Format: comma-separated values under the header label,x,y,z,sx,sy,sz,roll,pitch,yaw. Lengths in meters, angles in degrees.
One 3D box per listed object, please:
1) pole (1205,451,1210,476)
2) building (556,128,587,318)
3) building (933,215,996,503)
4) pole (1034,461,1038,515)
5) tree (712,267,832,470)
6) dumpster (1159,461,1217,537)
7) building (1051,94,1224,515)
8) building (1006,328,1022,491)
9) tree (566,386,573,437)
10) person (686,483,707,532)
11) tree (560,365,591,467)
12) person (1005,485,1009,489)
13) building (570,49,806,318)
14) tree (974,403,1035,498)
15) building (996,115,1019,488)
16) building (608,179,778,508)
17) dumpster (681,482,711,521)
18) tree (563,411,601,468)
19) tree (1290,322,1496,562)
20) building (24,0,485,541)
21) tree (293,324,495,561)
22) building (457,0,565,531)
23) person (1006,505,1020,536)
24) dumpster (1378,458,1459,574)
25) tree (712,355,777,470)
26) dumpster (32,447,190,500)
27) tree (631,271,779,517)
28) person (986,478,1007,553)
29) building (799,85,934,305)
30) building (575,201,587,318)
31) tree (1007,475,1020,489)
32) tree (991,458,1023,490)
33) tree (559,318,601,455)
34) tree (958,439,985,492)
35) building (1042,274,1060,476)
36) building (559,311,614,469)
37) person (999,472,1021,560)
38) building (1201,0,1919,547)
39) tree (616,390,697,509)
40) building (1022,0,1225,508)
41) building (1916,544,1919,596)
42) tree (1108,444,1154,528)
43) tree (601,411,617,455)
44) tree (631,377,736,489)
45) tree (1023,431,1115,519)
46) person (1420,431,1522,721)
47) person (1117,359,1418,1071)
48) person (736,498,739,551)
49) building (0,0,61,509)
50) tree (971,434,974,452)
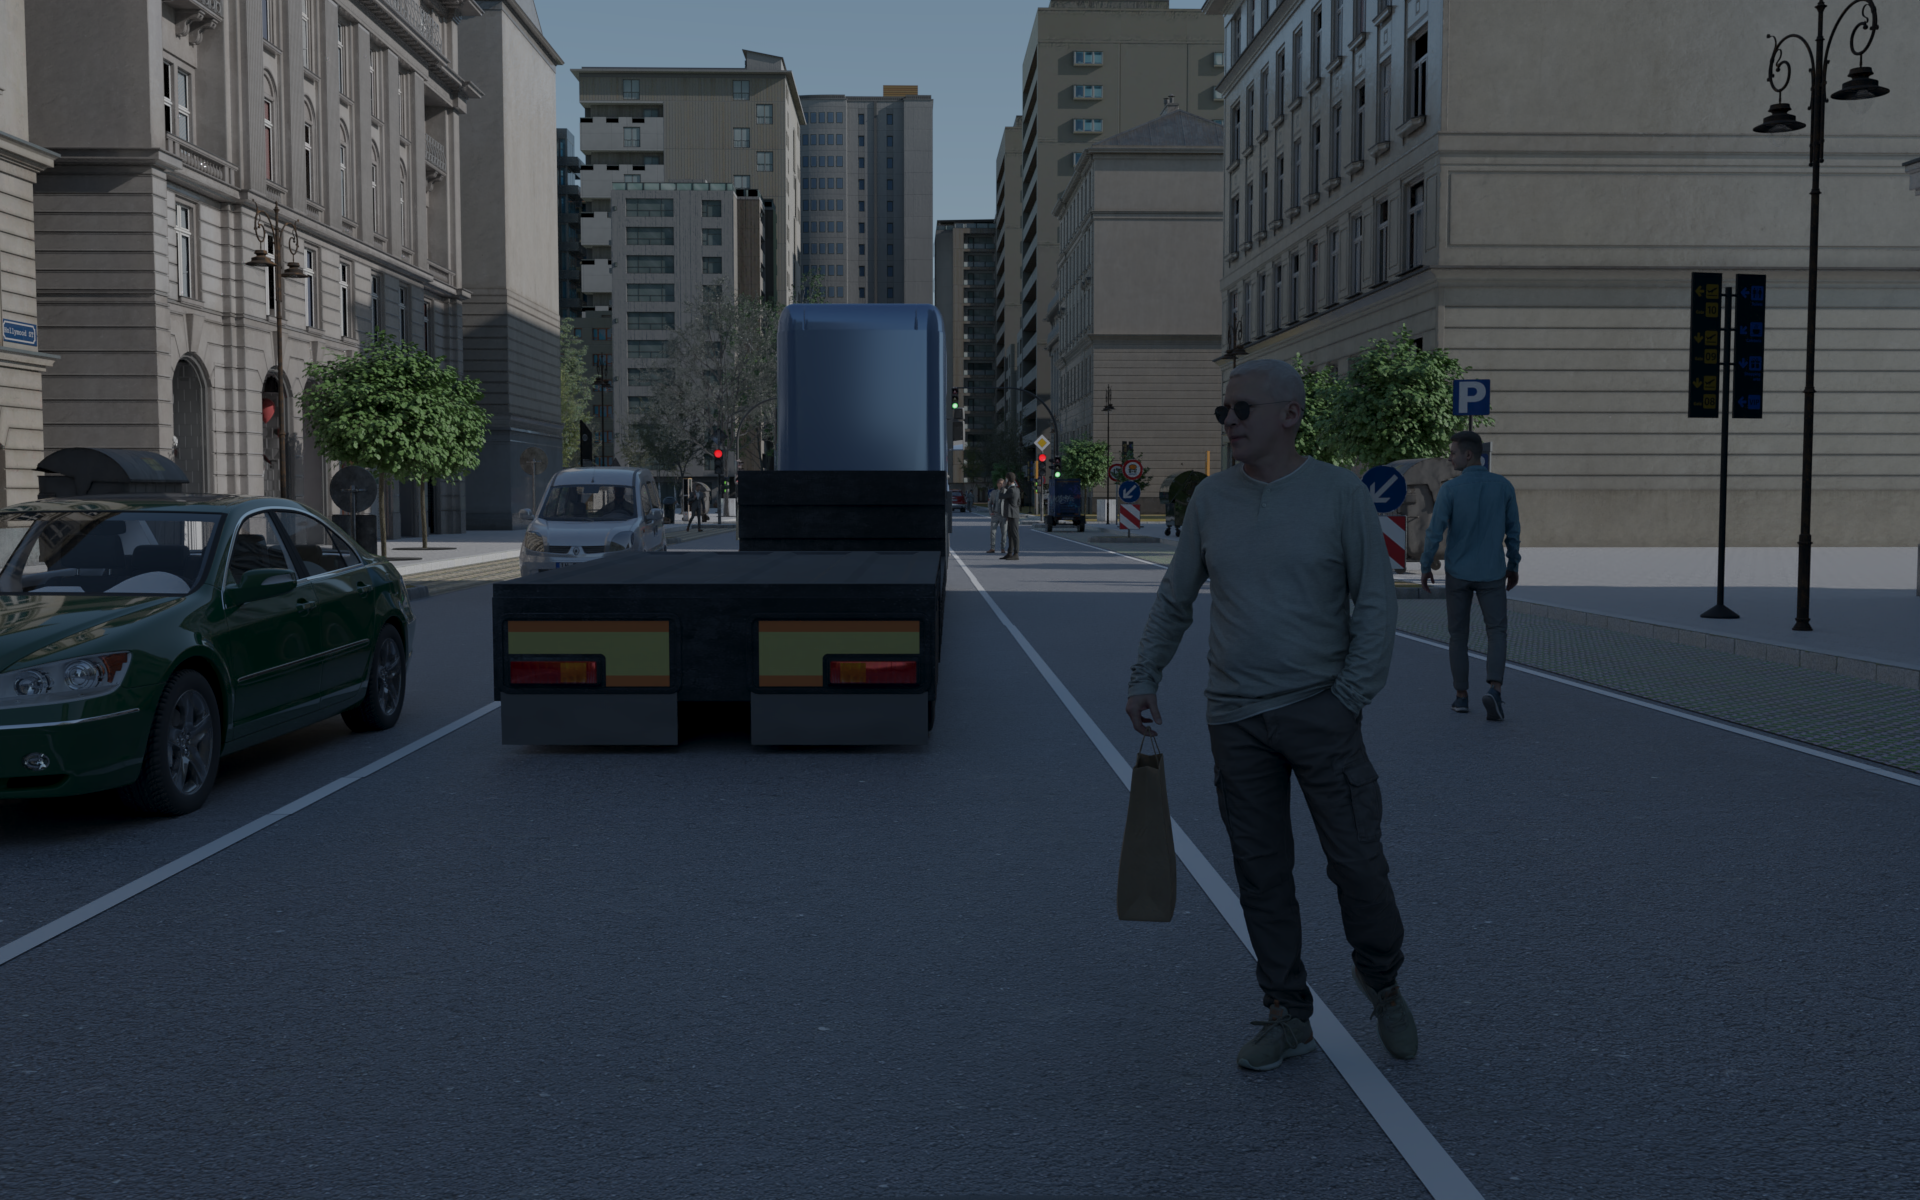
label,x,y,z,sx,sy,sz,roll,pitch,yaw
pole,11.723,-5.401,82.145,0.158,3.312,0.155,0,3,0
building,-62.510,-36.421,215.086,30.456,49.044,23.786,0,4,-2
building,3.306,-34.664,250.347,14.086,41.232,14.154,0,4,-2
pole,4.693,-6.893,106.546,0.158,3.312,0.155,0,3,0
tree,-14.258,-17.632,144.177,12.611,20.169,13.585,0,3,0
dumpster,6.874,-3.034,52.107,1.502,2.255,1.985,0,4,-2
building,13.483,-19.684,119.093,12.463,27.353,25.104,0,4,-2
building,19.799,-21.351,194.130,27.650,21.520,28.899,0,4,-2
tree,-34.129,-13.533,131.633,12.009,13.543,11.850,0,3,0
person,-9.988,-3.496,65.629,0.622,1.834,0.822,-3,5,-40
tree,-23.356,-9.133,99.694,4.737,8.622,4.395,0,3,0
person,2.023,-3.855,71.794,0.793,1.790,0.793,0,4,0
building,-33.497,-38.223,214.192,27.495,52.752,28.713,0,4,-2
tree,4.144,-11.558,139.339,4.360,8.622,3.978,0,3,0
building,15.702,-36.373,218.394,21.300,48.544,21.600,0,4,-2
building,-24.683,-23.929,162.940,14.160,30.474,14.107,0,4,-2
dumpster,-12.653,-4.717,82.879,1.264,1.857,1.865,0,4,-2
tree,-33.300,-12.387,152.888,4.360,8.622,3.978,0,3,0
tree,8.471,-3.017,33.044,4.285,4.588,4.351,0,3,0
building,-21.627,-12.377,44.166,13.314,21.916,24.055,0,4,-2
tree,-11.171,-3.056,33.685,4.285,4.588,4.351,0,3,0
building,-24.784,-13.178,64.617,18.267,20.994,9.793,0,4,-2
person,1.809,-3.073,59.586,0.563,1.720,0.643,-1,4,-17
dumpster,7.524,-1.380,28.314,1.264,1.857,1.865,0,4,-2
tree,-13.902,-12.097,123.536,9.928,11.665,9.643,0,3,0
dumpster,-10.887,-1.009,22.258,1.264,1.857,1.865,0,4,-2
tree,-13.150,-11.374,96.330,12.009,13.543,11.850,0,3,0
person,0.970,-2.053,42.159,0.635,1.810,0.391,0,4,6
building,-18.090,-43.455,252.482,28.212,58.520,21.231,0,4,-2
building,-46.617,-36.539,252.043,28.867,44.769,22.147,0,4,-2
tree,4.383,-9.124,143.778,1.663,3.219,1.824,0,3,0
tree,4.129,-10.141,149.527,4.285,4.588,4.351,0,3,0
tree,-27.272,-12.303,107.813,9.857,13.997,8.962,0,3,0
tree,1.653,-16.900,226.674,4.737,8.622,4.395,0,3,0
building,14.325,-18.473,143.830,13.314,21.916,24.055,0,4,-2
building,-32.681,-20.759,184.443,27.650,21.520,28.899,0,4,-2
person,1.068,-1.820,37.625,0.474,1.900,0.648,0,4,4
building,18.164,-13.576,55.253,16.112,22.955,30.059,0,4,-2
tree,-21.074,-10.523,122.408,4.360,8.622,3.978,0,3,0
building,17.335,-33.284,167.901,21.300,48.544,21.600,0,4,-2
building,16.487,-10.337,19.914,10.553,20.767,40.483,0,4,-2
tree,6.572,-4.390,66.374,1.663,3.219,1.824,0,3,0
tree,-26.534,-11.717,141.934,4.360,8.622,3.978,0,3,0
tree,-21.192,-12.153,133.109,8.767,10.594,7.601,0,4,-3
tree,6.422,-6.473,89.541,4.285,4.588,4.351,0,3,0
person,3.299,-0.173,11.188,0.638,1.841,0.748,1,4,15
person,0.752,0.279,4.424,0.782,1.767,0.515,2,4,31
person,-5.043,-1.973,40.978,0.641,1.798,0.478,1,4,17
building,-21.184,-11.904,13.721,14.460,24.649,34.723,0,4,-2
tree,3.427,-13.512,171.290,4.360,8.622,3.978,0,3,0
